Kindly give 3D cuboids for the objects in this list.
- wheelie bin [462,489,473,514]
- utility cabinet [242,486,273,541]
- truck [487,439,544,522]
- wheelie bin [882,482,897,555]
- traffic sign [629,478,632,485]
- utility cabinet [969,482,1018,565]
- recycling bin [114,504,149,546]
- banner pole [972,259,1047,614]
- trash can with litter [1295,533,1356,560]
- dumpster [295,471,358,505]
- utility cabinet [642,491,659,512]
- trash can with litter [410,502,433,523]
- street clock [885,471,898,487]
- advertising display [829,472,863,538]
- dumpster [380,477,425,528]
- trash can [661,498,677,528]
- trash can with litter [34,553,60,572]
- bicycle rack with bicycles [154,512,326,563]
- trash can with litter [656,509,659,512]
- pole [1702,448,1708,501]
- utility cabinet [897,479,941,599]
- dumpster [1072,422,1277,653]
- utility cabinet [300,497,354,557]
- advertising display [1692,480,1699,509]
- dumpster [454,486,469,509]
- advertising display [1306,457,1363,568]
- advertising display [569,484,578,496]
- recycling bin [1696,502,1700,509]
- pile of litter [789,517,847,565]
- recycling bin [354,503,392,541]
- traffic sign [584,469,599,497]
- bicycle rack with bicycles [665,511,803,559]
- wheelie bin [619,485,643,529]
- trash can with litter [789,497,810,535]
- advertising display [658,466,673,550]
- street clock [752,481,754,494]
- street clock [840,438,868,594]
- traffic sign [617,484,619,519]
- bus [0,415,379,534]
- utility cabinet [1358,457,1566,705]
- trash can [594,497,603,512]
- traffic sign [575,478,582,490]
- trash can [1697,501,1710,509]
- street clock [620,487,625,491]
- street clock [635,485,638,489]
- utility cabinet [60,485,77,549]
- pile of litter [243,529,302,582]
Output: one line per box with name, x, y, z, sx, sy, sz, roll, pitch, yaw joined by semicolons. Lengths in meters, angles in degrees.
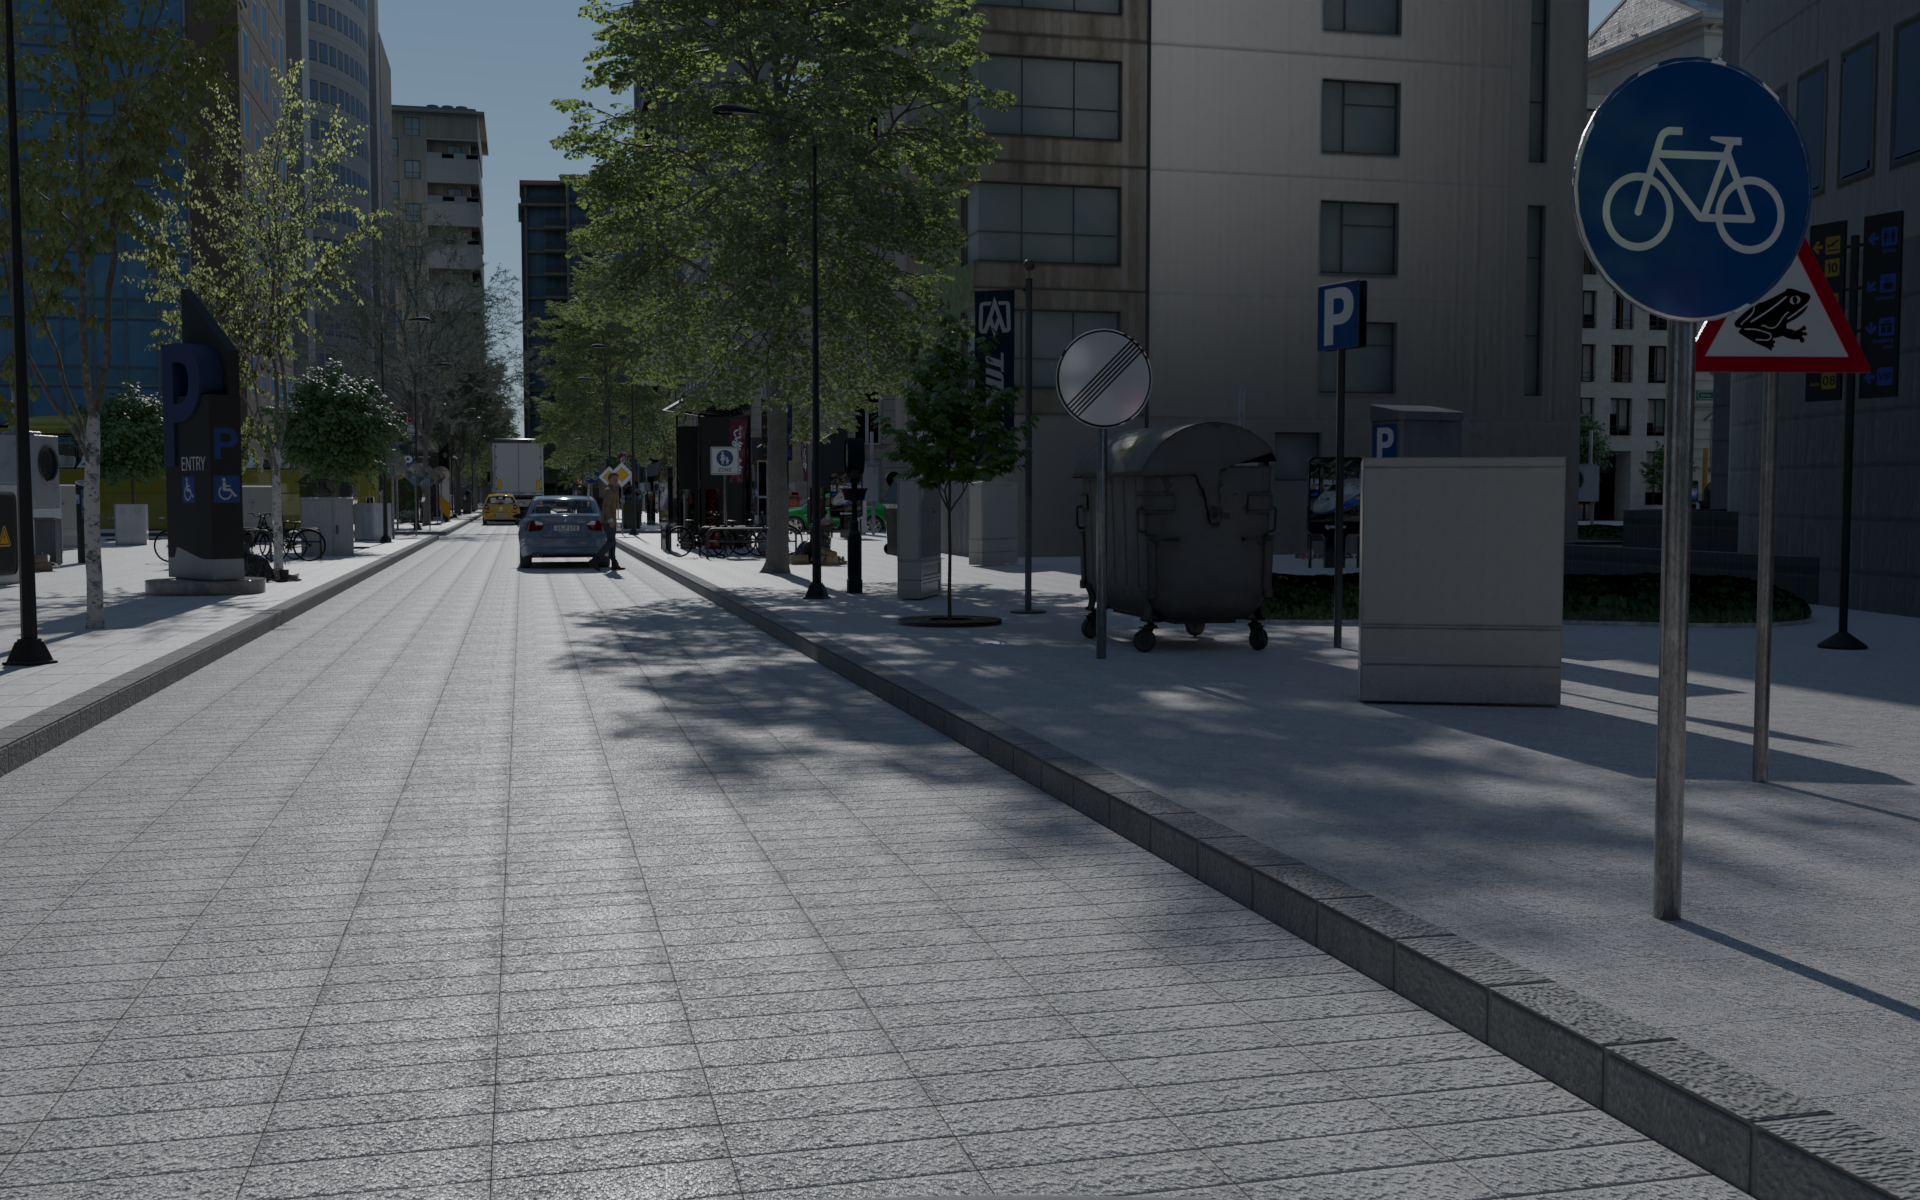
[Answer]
wheelie bin;-31.736;-6.340;111.567;0.693;1.594;0.980;-1;4;-13
utility cabinet;-18.820;-2.270;45.796;1.173;1.500;0.318;-2;4;-30
truck;-23.943;-6.384;93.289;2.839;4.237;11.283;-1;4;-16
wheelie bin;-1.220;-1.768;36.812;0.693;1.594;0.980;-3;5;-41
traffic sign;-16.726;-5.195;87.065;0.606;2.300;0.079;-1;4;-10
utility cabinet;0.595;-1.380;31.248;0.318;1.500;1.173;2;4;34
recycling bin;-20.832;-1.896;43.557;0.722;1.027;0.722;-1;4;-22
banner pole;0.523;-1.752;18.670;0.863;3.779;0.401;1;4;23
trash can with litter;7.594;-1.439;34.591;2.233;1.210;1.678;-1;4;-16
dumpster;-17.576;-2.786;48.050;1.502;2.255;1.985;-1;4;-14
utility cabinet;-22.405;-7.127;125.207;1.173;1.500;0.318;-1;4;-18
trash can with litter;-23.587;-3.925;75.568;0.624;1.170;1.055;3;5;41
street clock;-2.134;-3.107;55.370;0.471;2.002;0.358;-1;4;-9
advertising display;-3.346;-2.797;50.949;0.974;1.923;0.123;0;4;3
dumpster;-20.747;-3.791;64.483;1.502;2.255;1.985;-1;4;-14
trash can;-10.396;-3.079;61.992;0.748;1.137;0.748;0;3;0
trash can with litter;-15.501;-1.052;28.585;1.055;1.170;0.624;-3;4;-38
bicycle rack with bicycles;-13.483;-1.216;33.262;2.925;0.926;2.852;1;4;11
trash can with litter;-20.217;-6.437;116.640;1.055;1.170;0.624;0;4;-2
pole;32.967;-5.066;76.670;0.158;3.312;0.155;0;3;0
utility cabinet;-0.486;-0.778;21.403;0.318;1.500;1.173;1;4;11
dumpster;1.822;-0.551;14.764;1.264;1.857;1.865;-1;4;-14
utility cabinet;-13.063;-1.504;35.760;1.020;1.237;0.306;-1;4;-19
advertising display;34.211;-4.666;81.501;0.974;1.923;0.123;2;4;33
dumpster;-35.808;-7.236;124.073;1.264;1.857;1.865;-1;4;-14
advertising display;6.510;-1.521;30.075;0.974;1.923;0.123;0;4;-3
advertising display;-26.386;-6.915;118.270;0.123;1.923;0.974;1;4;18
recycling bin;24.326;-2.666;56.150;0.722;1.027;0.722;3;4;38
pile of litter;-2.648;-1.088;31.758;1.719;0.858;1.176;3;5;43
recycling bin;-16.197;-2.154;47.777;0.722;1.027;0.722;2;4;25
traffic sign;-18.477;-5.307;86.872;0.768;2.556;0.104;-1;4;-10
bicycle rack with bicycles;-4.510;-1.335;35.216;2.925;0.926;2.852;-1;4;-12
wheelie bin;-12.073;-3.418;63.786;0.693;1.594;0.980;2;4;24
trash can with litter;-5.018;-2.693;55.093;2.233;1.210;1.678;-3;4;-38
advertising display;-6.768;-2.118;39.846;0.123;1.923;0.974;-1;4;-22
street clock;-10.880;-5.379;92.521;0.358;2.002;0.471;3;5;44
street clock;-1.360;-1.085;22.309;0.358;2.002;0.471;-1;4;-10
traffic sign;-17.929;-5.545;90.774;0.768;2.556;0.104;-1;4;-11
bus;-25.148;-3.914;55.541;12.252;3.916;2.896;-1;4;-14
utility cabinet;3.047;-0.116;10.582;1.173;1.500;0.318;1;4;10
trash can;-16.525;-4.175;79.909;0.748;1.137;0.748;0;3;0
traffic sign;-22.394;-6.273;102.672;0.768;2.556;0.104;-1;4;-12
trash can;16.239;-1.567;37.280;0.748;1.137;0.748;0;3;0
street clock;-25.472;-7.813;132.314;0.358;2.002;0.471;3;5;44
street clock;-25.499;-8.015;135.608;0.471;2.002;0.358;-2;4;-24
utility cabinet;-20.913;-1.919;40.048;0.318;1.500;1.173;2;4;29
pile of litter;-10.542;-0.712;25.605;1.719;0.858;1.176;2;4;31
